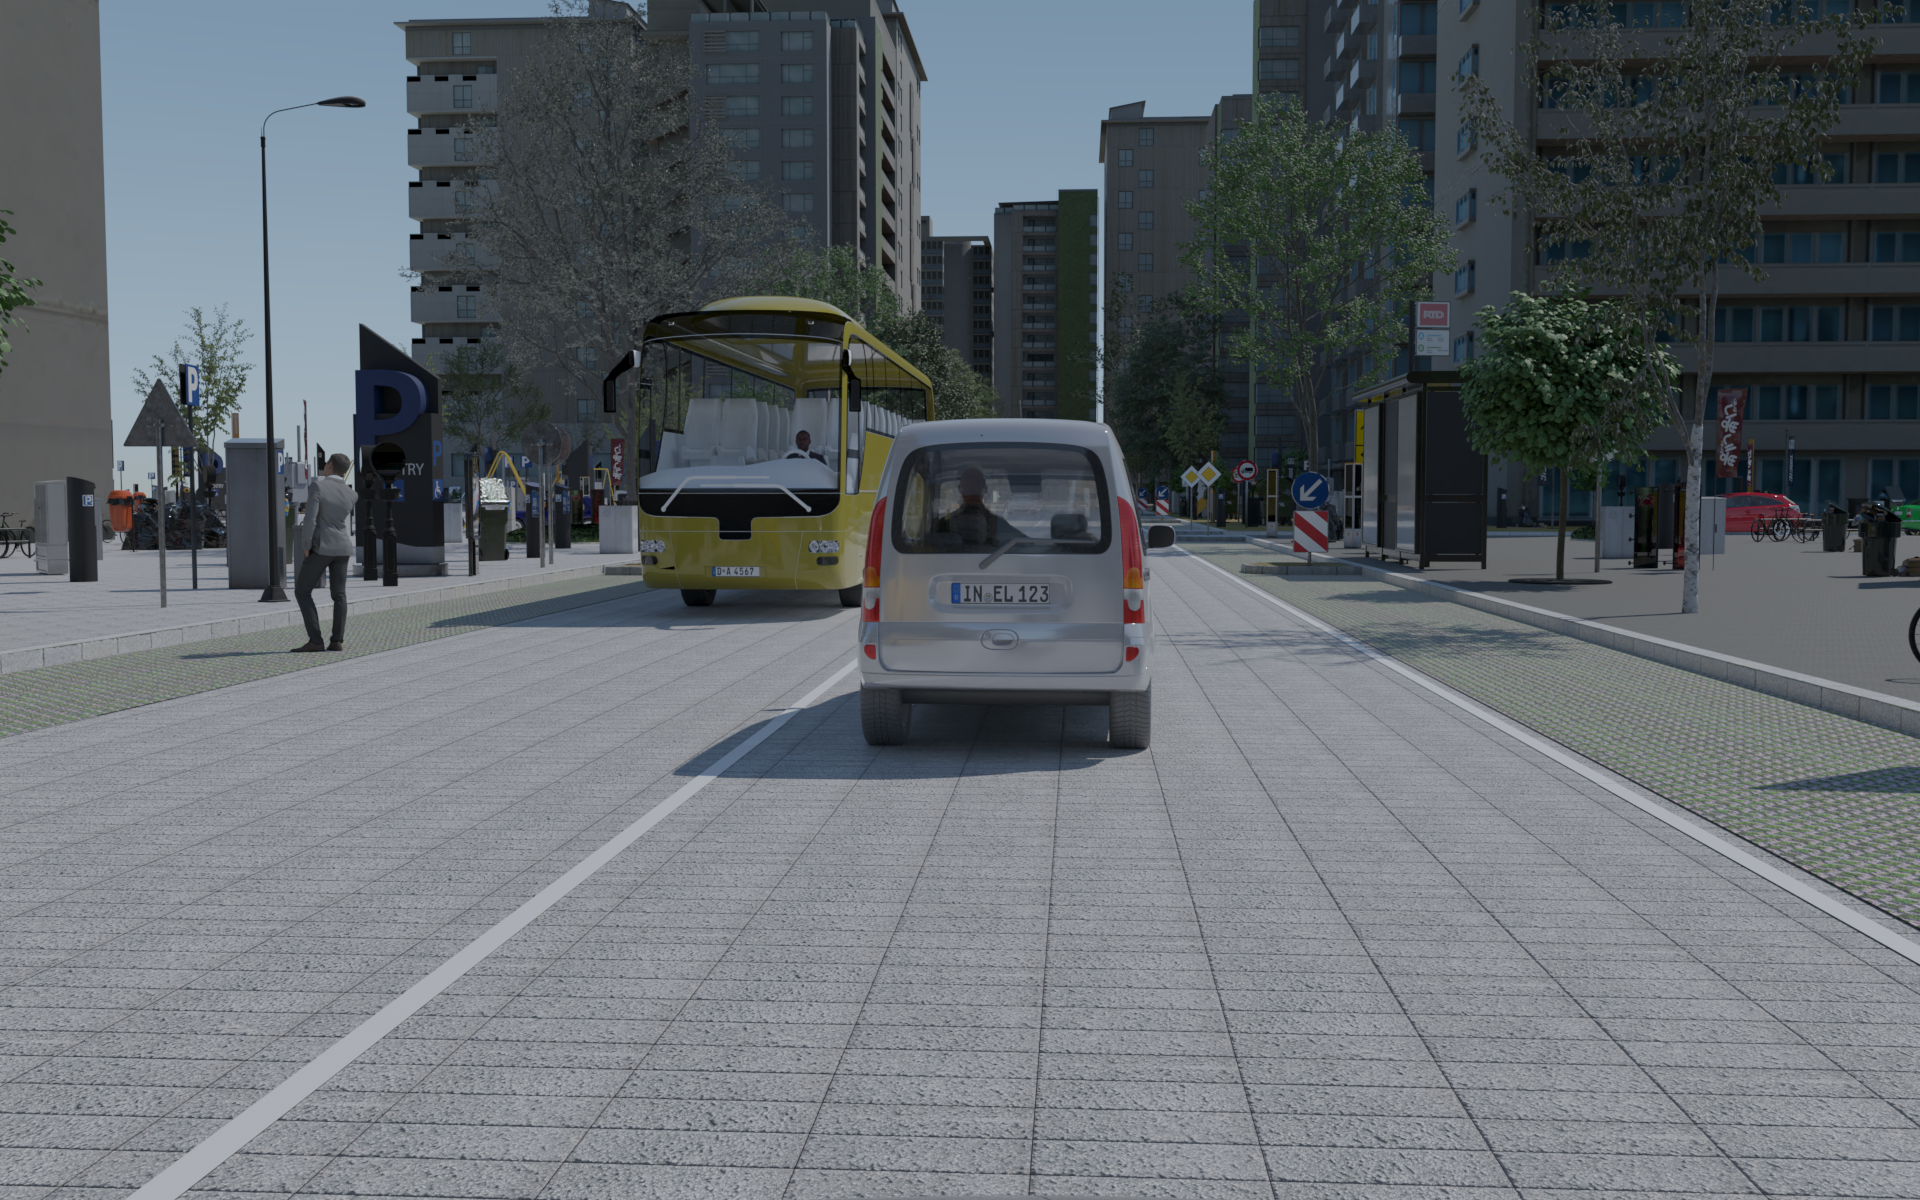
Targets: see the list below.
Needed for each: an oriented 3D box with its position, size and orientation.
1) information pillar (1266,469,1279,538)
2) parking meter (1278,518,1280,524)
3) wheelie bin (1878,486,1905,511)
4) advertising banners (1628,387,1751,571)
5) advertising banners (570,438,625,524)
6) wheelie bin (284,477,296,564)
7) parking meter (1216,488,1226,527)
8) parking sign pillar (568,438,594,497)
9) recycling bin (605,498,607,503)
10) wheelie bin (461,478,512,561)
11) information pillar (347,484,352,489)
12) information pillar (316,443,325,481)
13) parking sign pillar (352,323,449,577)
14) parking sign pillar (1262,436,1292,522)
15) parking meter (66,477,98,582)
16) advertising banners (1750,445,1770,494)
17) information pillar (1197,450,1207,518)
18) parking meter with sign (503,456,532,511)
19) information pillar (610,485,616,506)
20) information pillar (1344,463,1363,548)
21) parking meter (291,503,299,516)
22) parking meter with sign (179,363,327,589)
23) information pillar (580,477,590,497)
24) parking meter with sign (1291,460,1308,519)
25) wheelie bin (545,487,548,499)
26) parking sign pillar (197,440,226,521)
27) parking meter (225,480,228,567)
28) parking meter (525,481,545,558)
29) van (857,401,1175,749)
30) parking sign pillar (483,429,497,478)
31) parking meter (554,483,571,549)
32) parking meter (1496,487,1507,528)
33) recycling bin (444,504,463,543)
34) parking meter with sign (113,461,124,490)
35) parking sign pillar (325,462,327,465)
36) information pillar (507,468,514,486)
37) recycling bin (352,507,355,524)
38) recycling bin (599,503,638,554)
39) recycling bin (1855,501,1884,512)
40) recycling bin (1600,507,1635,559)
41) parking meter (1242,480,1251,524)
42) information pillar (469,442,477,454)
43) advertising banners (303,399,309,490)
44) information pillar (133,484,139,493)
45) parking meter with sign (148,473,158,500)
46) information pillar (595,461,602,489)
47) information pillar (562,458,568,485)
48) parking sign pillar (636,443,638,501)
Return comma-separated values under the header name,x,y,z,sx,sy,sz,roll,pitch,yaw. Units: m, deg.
name,x,y,z,sx,sy,sz,roll,pitch,yaw
information pillar,9.221,-2.851,51.108,0.304,2.012,0.304,1,4,17
parking meter,14.006,-4.248,75.169,0.399,1.863,0.255,3,5,40
wheelie bin,35.582,-3.567,66.221,0.980,1.594,0.693,-1,4,-9
advertising banners,12.306,-2.027,29.329,0.090,3.025,2.074,-3,4,-36
advertising banners,-11.463,-3.576,54.649,2.074,3.025,0.090,1,4,18
wheelie bin,-12.580,-1.449,31.604,0.980,1.594,0.693,1,4,13
parking meter,10.139,-3.595,67.197,0.372,1.533,0.369,0,3,0
parking sign pillar,-18.488,-5.871,84.458,1.447,3.967,1.447,2,4,31
recycling bin,-23.106,-6.020,110.975,0.722,1.027,0.722,2,4,31
wheelie bin,-9.130,-1.552,33.285,0.693,1.594,0.980,3,5,44
information pillar,-45.191,-7.574,128.324,0.304,2.012,0.304,-2,4,-33
information pillar,-29.188,-5.370,79.148,0.183,3.616,0.504,1,4,21
parking sign pillar,-8.828,-2.370,27.227,1.447,3.967,1.447,0,4,8
parking sign pillar,14.721,-5.626,80.463,1.447,3.967,1.447,1,4,9
parking meter,-12.834,-1.035,25.326,0.372,1.533,0.369,0,3,0
advertising banners,28.419,-4.008,61.713,2.074,3.025,0.090,-3,5,-43
information pillar,12.892,-6.172,92.274,0.504,3.616,0.183,2,4,24
parking meter with sign,-20.181,-5.101,79.663,0.543,3.016,1.738,2,4,26
information pillar,-21.862,-6.398,109.093,0.304,2.012,0.304,0,4,2
information pillar,9.318,-2.235,41.038,0.304,2.012,0.304,-2,4,-34
parking meter,-39.659,-5.964,103.224,0.255,1.863,0.399,1,4,17
parking meter with sign,-9.555,-1.666,23.499,1.738,3.016,0.543,0,4,-7
information pillar,-16.051,-4.260,74.135,0.304,2.012,0.304,-3,4,-36
parking meter with sign,17.627,-5.720,89.779,0.543,3.016,1.738,-1,4,-13
wheelie bin,-17.985,-4.079,74.605,0.693,1.594,0.980,-3,5,-41
parking sign pillar,-36.142,-5.822,83.667,1.447,3.967,1.447,2,4,24
parking meter,-12.764,-1.356,30.579,0.372,1.533,0.369,0,3,0
parking meter,-8.531,-1.614,34.796,0.372,1.533,0.369,0,3,0
van,0.394,-0.255,11.177,2.013,2.044,4.112,0,4,5
parking sign pillar,-19.390,-5.081,71.552,1.447,3.967,1.447,-1,4,-18
parking meter,-9.361,-1.981,40.792,0.372,1.533,0.369,0,3,0
parking meter,20.459,-3.486,65.401,0.372,1.533,0.369,0,3,0
recycling bin,-13.572,-2.025,45.662,0.722,1.027,0.722,-2,4,-33
parking meter with sign,-44.099,-5.697,89.400,0.543,3.016,1.738,3,4,37
parking sign pillar,-48.579,-8.884,133.732,1.447,3.967,1.447,-1,4,-18
information pillar,-27.763,-7.076,107.040,0.504,3.616,0.183,2,4,23
recycling bin,-26.204,-3.795,74.602,0.722,1.027,0.722,2,4,28
recycling bin,-7.372,-1.520,37.403,0.722,1.027,0.722,0,4,-1
recycling bin,33.062,-3.085,62.987,0.722,1.027,0.722,-2,4,-33
recycling bin,13.188,-1.353,34.678,0.722,1.027,0.722,1,4,9
parking meter,12.275,-4.186,74.152,0.399,1.863,0.255,0,4,-1
information pillar,-21.858,-5.291,77.866,0.183,3.616,0.504,2,4,24
advertising banners,-12.388,-2.253,33.029,0.090,3.025,2.074,-1,4,-15
information pillar,-58.586,-7.258,123.152,0.304,2.012,0.304,-3,5,-40
parking meter with sign,-65.307,-8.832,140.671,0.543,3.016,1.738,0,4,-5
information pillar,-25.163,-7.903,120.571,0.504,3.616,0.183,-2,4,-33
information pillar,-22.516,-6.579,98.929,0.504,3.616,0.183,0,4,-8
parking sign pillar,-11.270,-4.553,62.914,1.447,3.967,1.447,-3,4,-36
